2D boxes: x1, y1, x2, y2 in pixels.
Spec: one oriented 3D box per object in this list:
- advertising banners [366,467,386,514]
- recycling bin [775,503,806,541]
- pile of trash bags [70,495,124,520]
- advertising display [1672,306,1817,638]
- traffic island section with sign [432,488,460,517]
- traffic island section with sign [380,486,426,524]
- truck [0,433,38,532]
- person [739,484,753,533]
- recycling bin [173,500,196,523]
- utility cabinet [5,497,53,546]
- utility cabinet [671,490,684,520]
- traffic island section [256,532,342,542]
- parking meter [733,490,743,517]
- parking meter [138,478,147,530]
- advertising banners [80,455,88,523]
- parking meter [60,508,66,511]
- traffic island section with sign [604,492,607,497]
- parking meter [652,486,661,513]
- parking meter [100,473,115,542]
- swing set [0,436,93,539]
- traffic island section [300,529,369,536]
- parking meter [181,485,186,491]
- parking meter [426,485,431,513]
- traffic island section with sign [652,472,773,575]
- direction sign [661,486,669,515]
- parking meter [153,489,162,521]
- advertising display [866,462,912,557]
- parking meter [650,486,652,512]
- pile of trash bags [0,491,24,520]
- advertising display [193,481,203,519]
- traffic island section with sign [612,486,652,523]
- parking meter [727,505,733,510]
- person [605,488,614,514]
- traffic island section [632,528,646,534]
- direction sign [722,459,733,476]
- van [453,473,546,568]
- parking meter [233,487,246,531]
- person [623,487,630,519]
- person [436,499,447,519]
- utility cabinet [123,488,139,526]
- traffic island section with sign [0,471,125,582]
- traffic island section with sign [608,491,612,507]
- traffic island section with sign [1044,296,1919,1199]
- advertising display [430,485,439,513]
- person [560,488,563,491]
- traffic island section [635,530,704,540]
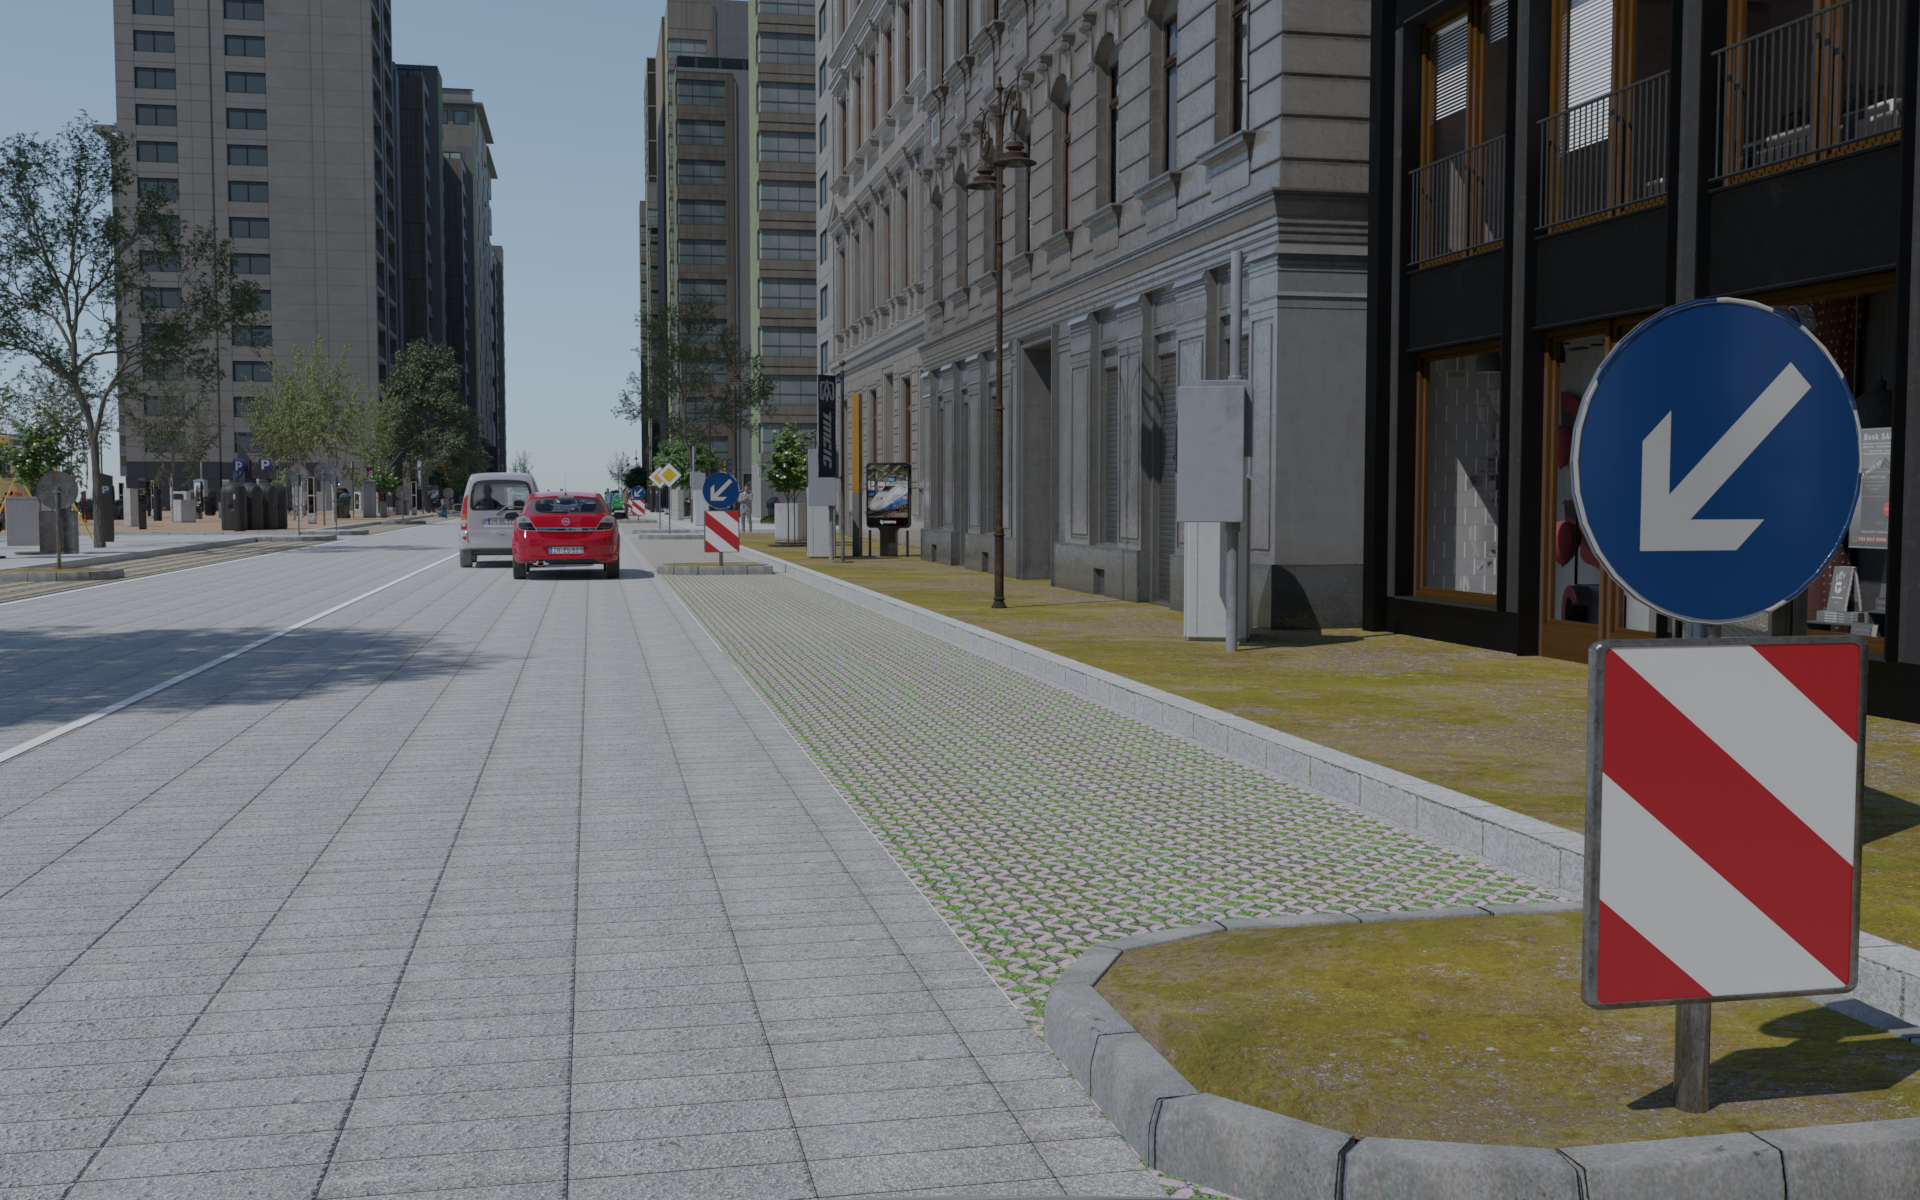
[{"bbox_3d":[-37.808,-7.171,113.430,2.074,3.025,0.090,-2,4,-29],"label":"advertising banners"},{"bbox_3d":[-4.646,-2.151,47.723,0.722,1.027,0.722,1,4,17],"label":"recycling bin"},{"bbox_3d":[-41.860,-4.653,85.833,3.447,1.369,1.912,1,4,17],"label":"pile of trash bags"},{"bbox_3d":[2.853,-0.071,6.370,0.123,1.923,0.974,0,4,3],"label":"advertising display"},{"bbox_3d":[-32.393,-6.190,109.835,1.989,1.847,2.006,-1,4,-12],"label":"traffic island section with sign"},{"bbox_3d":[-26.656,-4.545,82.934,1.989,1.847,2.006,-1,4,-12],"label":"traffic island section with sign"},{"bbox_3d":[-33.262,-3.564,54.198,9.791,3.379,3.469,-1,4,-12],"label":"truck"},{"bbox_3d":[-7.536,-3.198,60.972,0.511,1.800,0.466,0,4,-7],"label":"person"},{"bbox_3d":[-34.825,-3.990,77.785,0.722,1.027,0.722,3,5,40],"label":"recycling bin"},{"bbox_3d":[-23.070,-1.943,42.937,1.020,1.237,0.306,-2,4,-33],"label":"utility cabinet"},{"bbox_3d":[-13.841,-4.667,84.986,0.318,1.500,1.173,-2,4,-25],"label":"utility cabinet"},{"bbox_3d":[-20.341,-1.894,53.254,2.009,0.180,2.903,-1,4,-12],"label":"traffic island section"},{"bbox_3d":[-12.224,-5.367,96.158,0.372,1.533,0.369,0,3,0],"label":"parking meter"},{"bbox_3d":[-29.595,-3.484,62.678,0.255,1.863,0.399,-2,4,-24],"label":"parking meter"},{"bbox_3d":[-39.245,-4.981,77.634,0.090,3.025,2.074,-2,4,-35],"label":"advertising banners"},{"bbox_3d":[-41.160,-4.336,79.307,0.372,1.533,0.369,0,3,0],"label":"parking meter"},{"bbox_3d":[-31.963,-9.292,160.545,1.989,1.847,2.006,-1,4,-12],"label":"traffic island section with sign"},{"bbox_3d":[-20.920,-6.998,120.128,0.399,1.863,0.255,3,5,39],"label":"parking meter"},{"bbox_3d":[-22.841,-2.486,46.363,0.399,1.863,0.255,-1,4,-21],"label":"parking meter"},{"bbox_3d":[-25.943,-3.059,47.632,2.862,2.851,3.119,0,4,-8],"label":"swing set"},{"bbox_3d":[-22.002,-2.372,61.065,2.009,0.180,2.903,-1,4,-12],"label":"traffic island section"},{"bbox_3d":[-48.557,-6.276,108.315,0.255,1.863,0.399,-1,4,-18],"label":"parking meter"},{"bbox_3d":[-36.058,-6.838,117.516,0.255,1.863,0.399,-1,4,-17],"label":"parking meter"},{"bbox_3d":[-4.485,-1.390,31.353,1.989,1.847,2.006,-1,4,-12],"label":"traffic island section with sign"},{"bbox_3d":[-20.833,-7.914,121.396,0.379,3.537,0.876,-2,4,-28],"label":"direction sign"},{"bbox_3d":[-38.162,-4.523,82.355,0.372,1.533,0.369,0,3,0],"label":"parking meter"},{"bbox_3d":[-1.457,-1.847,35.406,0.974,1.923,0.123,1,4,23],"label":"advertising display"},{"bbox_3d":[-21.494,-7.052,121.013,0.255,1.863,0.399,-2,4,-32],"label":"parking meter"},{"bbox_3d":[-28.760,-2.501,50.651,3.447,1.369,1.912,1,4,17],"label":"pile of trash bags"},{"bbox_3d":[-38.782,-5.076,88.199,0.123,1.923,0.974,-3,5,-43],"label":"advertising display"},{"bbox_3d":[-16.051,-4.716,85.732,1.989,1.847,2.006,-1,4,-12],"label":"traffic island section with sign"},{"bbox_3d":[-13.128,-5.539,98.971,0.372,1.533,0.369,0,3,0],"label":"parking meter"},{"bbox_3d":[-20.817,-5.746,102.786,0.601,1.785,0.444,3,4,38],"label":"person"},{"bbox_3d":[-10.956,-2.515,63.400,2.009,0.180,2.903,-1,4,-12],"label":"traffic island section"},{"bbox_3d":[-14.866,-7.260,110.705,0.876,3.537,0.379,2,4,35],"label":"direction sign"},{"bbox_3d":[-9.286,-1.727,35.243,2.013,2.044,4.112,-1,4,-14],"label":"van"},{"bbox_3d":[-24.769,-3.127,59.533,0.372,1.533,0.369,0,3,0],"label":"parking meter"},{"bbox_3d":[-18.872,-5.470,97.850,0.656,1.842,0.836,2,4,32],"label":"person"},{"bbox_3d":[-30.001,-5.262,100.027,0.738,1.151,1.012,0,4,4],"label":"person"},{"bbox_3d":[-32.778,-3.659,68.504,0.318,1.500,1.173,-3,4,-37],"label":"utility cabinet"},{"bbox_3d":[-15.199,-1.245,28.987,1.989,1.847,2.006,-1,4,-12],"label":"traffic island section with sign"},{"bbox_3d":[-21.653,-6.329,112.101,1.989,1.847,2.006,-1,4,-12],"label":"traffic island section with sign"},{"bbox_3d":[1.279,0.268,4.250,1.989,1.847,2.006,-1,4,-12],"label":"traffic island section with sign"},{"bbox_3d":[-36.512,-7.034,120.225,0.123,1.923,0.974,1,4,22],"label":"advertising display"},{"bbox_3d":[-27.896,-6.906,121.423,0.388,1.821,0.555,2,4,23],"label":"person"},{"bbox_3d":[-9.295,-2.037,55.589,2.009,0.180,2.903,-1,4,-12],"label":"traffic island section"}]
